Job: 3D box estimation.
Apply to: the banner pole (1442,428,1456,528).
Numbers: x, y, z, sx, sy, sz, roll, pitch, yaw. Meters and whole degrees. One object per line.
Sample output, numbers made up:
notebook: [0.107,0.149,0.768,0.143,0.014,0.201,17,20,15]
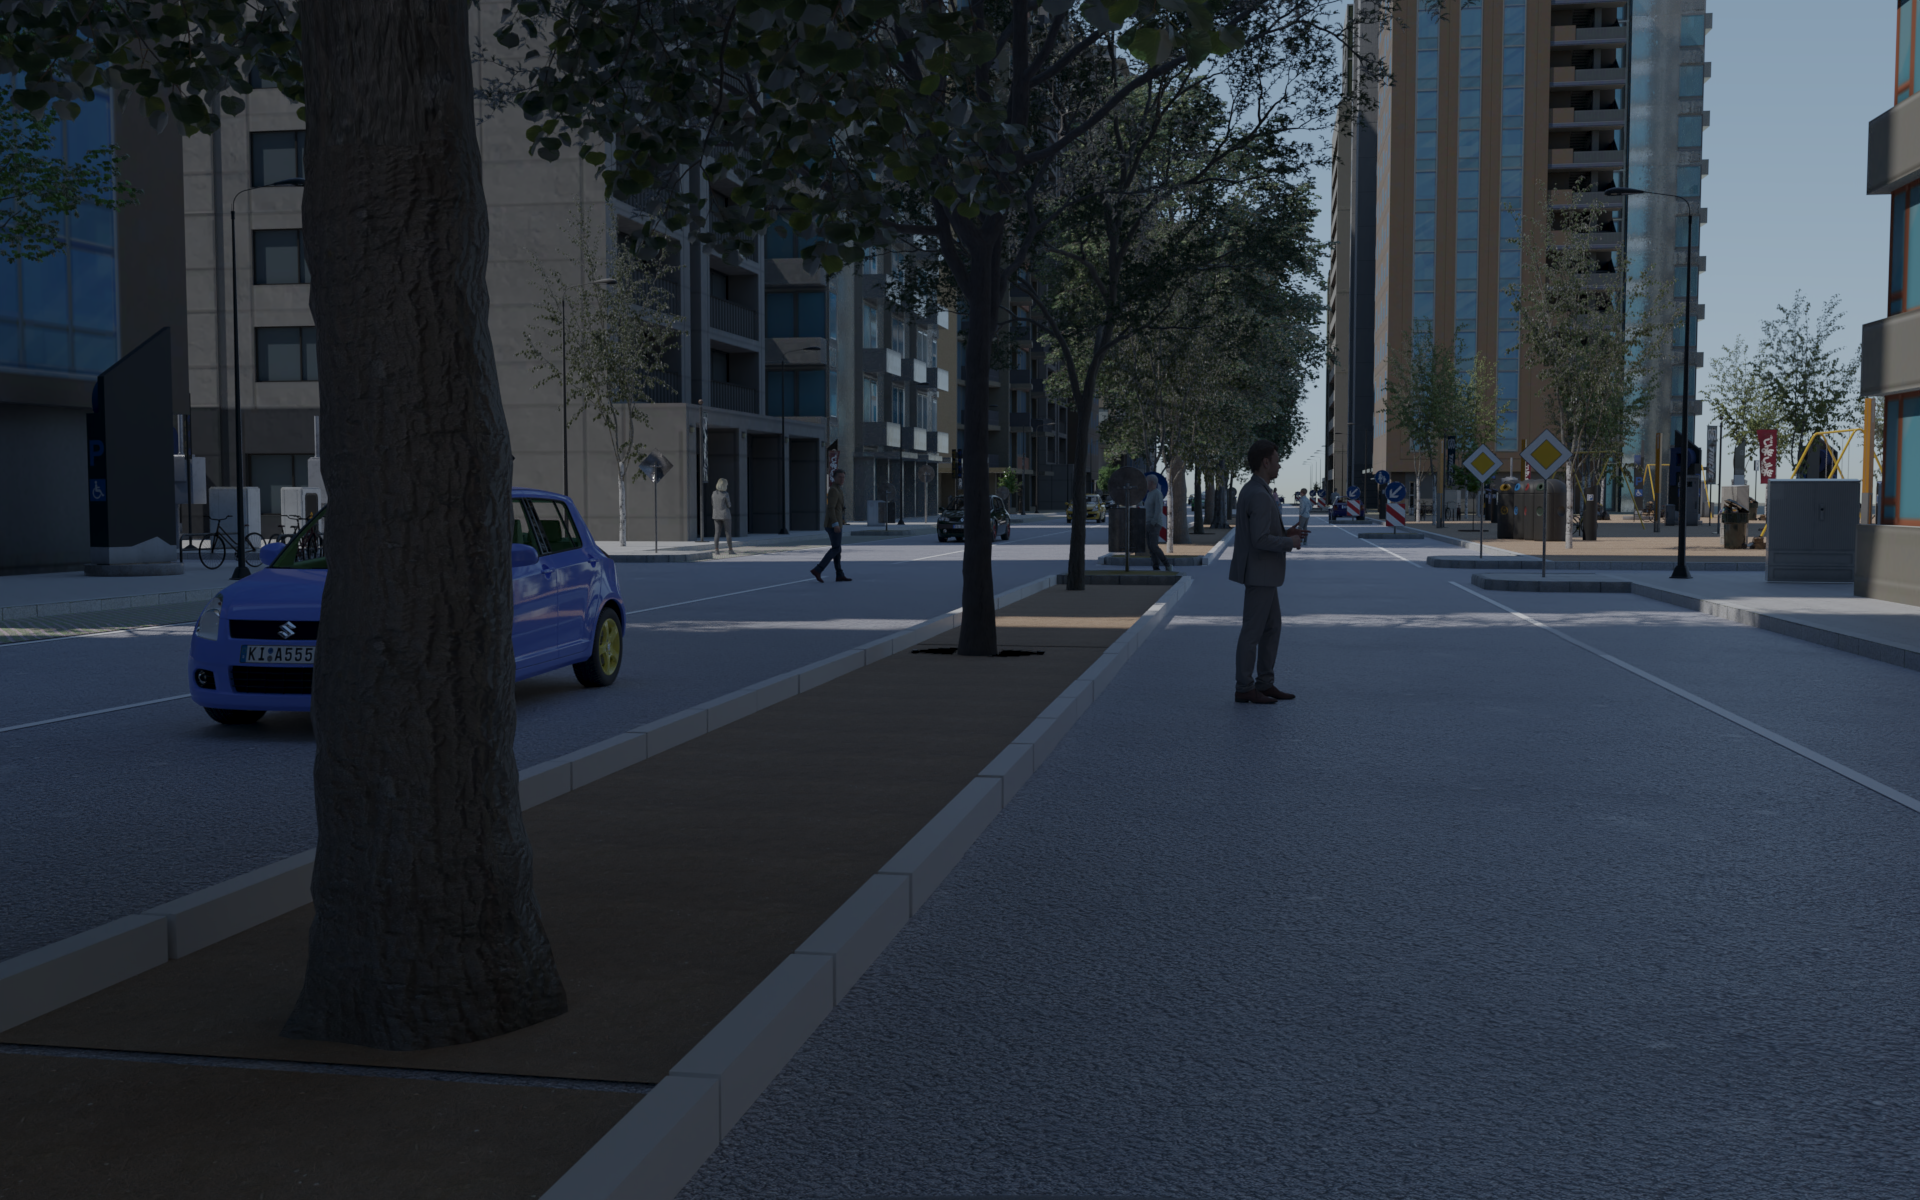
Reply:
banner pole: [18.487,-4.621,65.576,0.401,3.779,0.863,-1,4,-22]

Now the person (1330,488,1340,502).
person: [22.873,-5.916,105.431,0.606,1.804,0.583,2,4,29]

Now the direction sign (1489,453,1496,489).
direction sign: [29.611,-6.411,96.815,0.379,3.537,0.876,-2,4,-28]

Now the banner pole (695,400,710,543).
banner pole: [-6.827,-3.434,46.169,0.401,3.779,0.863,0,4,7]

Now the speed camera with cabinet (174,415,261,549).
speed camera with cabinet: [-17.506,-2.831,40.618,2.038,3.252,0.660,1,4,9]

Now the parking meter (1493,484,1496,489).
parking meter: [32.361,-6.084,105.179,0.255,1.863,0.399,2,4,25]

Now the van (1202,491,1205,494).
van: [35.500,-14.821,249.341,2.013,2.044,4.112,1,4,9]

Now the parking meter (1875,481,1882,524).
parking meter: [17.785,-1.519,33.254,0.372,1.533,0.369,0,3,0]

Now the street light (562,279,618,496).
street light: [-8.070,-3.979,37.596,1.470,5.913,1.316,1,4,10]

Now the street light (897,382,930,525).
street light: [-1.929,-6.089,72.091,1.470,5.913,1.316,1,4,10]

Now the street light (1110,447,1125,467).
street light: [14.821,-11.836,166.055,1.470,5.913,1.316,1,4,10]

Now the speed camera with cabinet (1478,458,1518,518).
speed camera with cabinet: [29.305,-6.120,94.397,0.660,3.252,2.038,-3,5,-45]

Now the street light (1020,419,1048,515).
street light: [4.466,-8.252,107.463,1.470,5.913,1.316,1,4,10]

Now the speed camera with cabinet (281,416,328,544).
speed camera with cabinet: [-16.188,-2.991,43.237,0.660,3.252,2.038,0,4,7]

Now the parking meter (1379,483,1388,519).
parking meter: [21.643,-5.071,88.619,0.399,1.863,0.255,0,4,-3]

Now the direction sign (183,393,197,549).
direction sign: [-17.487,-2.891,39.267,0.379,3.537,0.876,-2,4,-32]

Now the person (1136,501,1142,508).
person: [10.675,-5.744,102.637,0.478,1.798,0.641,-2,4,-27]

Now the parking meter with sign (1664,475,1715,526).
parking meter with sign: [29.289,-4.486,69.607,1.738,3.016,0.543,1,4,13]

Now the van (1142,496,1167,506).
van: [18.046,-9.527,160.151,2.240,2.365,5.245,1,4,12]

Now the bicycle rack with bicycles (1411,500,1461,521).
bicycle rack with bicycles: [23.047,-4.297,83.631,2.852,0.926,2.925,1,4,16]

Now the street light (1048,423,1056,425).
street light: [5.578,-8.623,113.528,1.470,5.913,1.316,1,4,10]

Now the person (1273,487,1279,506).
person: [18.278,-5.611,100.250,0.388,1.821,0.555,2,4,32]

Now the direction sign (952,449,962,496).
direction sign: [-0.159,-5.825,87.228,0.379,3.537,0.876,-2,4,-34]

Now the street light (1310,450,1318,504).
street light: [40.080,-13.476,192.866,1.470,5.913,1.316,1,4,10]

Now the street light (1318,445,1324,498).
street light: [35.209,-11.800,165.468,1.470,5.913,1.316,1,4,10]

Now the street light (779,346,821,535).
street light: [-5.063,-5.027,54.730,1.470,5.913,1.316,1,4,10]

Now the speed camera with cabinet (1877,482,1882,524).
speed camera with cabinet: [13.217,-1.764,23.175,0.660,3.252,2.038,-1,4,-9]

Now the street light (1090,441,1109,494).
street light: [11.773,-10.770,148.630,1.470,5.913,1.316,1,4,10]

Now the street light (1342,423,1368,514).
street light: [26.025,-8.618,113.440,1.470,5.913,1.316,1,4,10]

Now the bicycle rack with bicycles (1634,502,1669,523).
bicycle rack with bicycles: [32.077,-3.985,78.542,2.925,0.926,2.852,0,4,-6]

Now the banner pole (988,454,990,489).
banner pole: [1.300,-6.477,95.921,0.863,3.779,0.401,-3,4,-37]

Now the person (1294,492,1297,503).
person: [50.826,-15.517,262.217,1.348,1.822,0.705,-1,4,-14]

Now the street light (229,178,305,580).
street light: [-10.232,-3.251,25.687,1.470,5.913,1.316,1,4,10]

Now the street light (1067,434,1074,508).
street light: [8.725,-9.722,131.503,1.470,5.913,1.316,1,4,10]

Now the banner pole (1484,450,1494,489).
banner pole: [29.879,-6.606,98.020,0.863,3.779,0.401,2,4,30]

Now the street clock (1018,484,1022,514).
street clock: [3.921,-6.593,112.358,0.358,2.002,0.471,0,4,-5]

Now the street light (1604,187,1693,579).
street light: [10.456,-3.289,26.311,1.470,5.913,1.316,1,4,10]

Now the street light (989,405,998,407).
street light: [1.294,-7.206,90.358,1.470,5.913,1.316,1,4,10]

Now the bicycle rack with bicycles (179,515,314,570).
bicycle rack with bicycles: [-11.842,-1.003,29.786,2.852,0.926,2.925,1,4,11]

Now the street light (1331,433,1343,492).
street light: [28.991,-9.682,130.844,1.470,5.913,1.316,1,4,10]

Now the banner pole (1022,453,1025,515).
banner pole: [3.856,-7.060,105.452,0.401,3.779,0.863,0,4,-8]

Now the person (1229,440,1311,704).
person: [2.145,-0.194,11.877,0.583,1.804,0.606,0,4,-2]

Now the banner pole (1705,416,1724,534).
banner pole: [24.274,-4.017,55.702,0.863,3.779,0.401,-2,4,-25]

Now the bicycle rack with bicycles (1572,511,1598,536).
bicycle rack with bicycles: [18.213,-2.457,53.557,2.925,0.926,2.852,0,4,4]

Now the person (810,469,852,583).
person: [-2.056,-1.207,28.138,0.836,1.842,0.656,-3,4,-37]

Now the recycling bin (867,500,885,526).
recycling bin: [-3.334,-3.444,68.869,0.722,1.027,0.722,0,4,-3]

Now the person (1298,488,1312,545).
person: [9.662,-2.347,48.688,0.589,1.601,0.330,-3,5,-41]

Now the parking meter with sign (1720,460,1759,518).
parking meter with sign: [40.267,-5.704,89.513,1.738,3.016,0.543,3,5,43]

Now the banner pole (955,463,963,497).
banner pole: [-0.088,-7.480,112.309,0.863,3.779,0.401,-3,5,-43]

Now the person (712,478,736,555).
person: [-5.582,-1.961,40.754,0.537,1.800,0.526,3,4,38]

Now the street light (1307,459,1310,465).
street light: [43.303,-14.571,210.783,1.470,5.913,1.316,1,4,10]

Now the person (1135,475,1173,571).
person: [3.352,-1.281,29.933,0.515,1.767,0.782,-1,4,-13]

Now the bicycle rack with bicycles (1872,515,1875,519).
bicycle rack with bicycles: [31.333,-2.641,56.568,2.925,0.926,2.852,1,4,13]

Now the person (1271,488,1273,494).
person: [14.739,-4.446,82.202,0.522,1.701,0.512,0,4,-8]

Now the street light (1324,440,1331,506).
street light: [32.202,-10.752,148.333,1.470,5.913,1.316,1,4,10]
